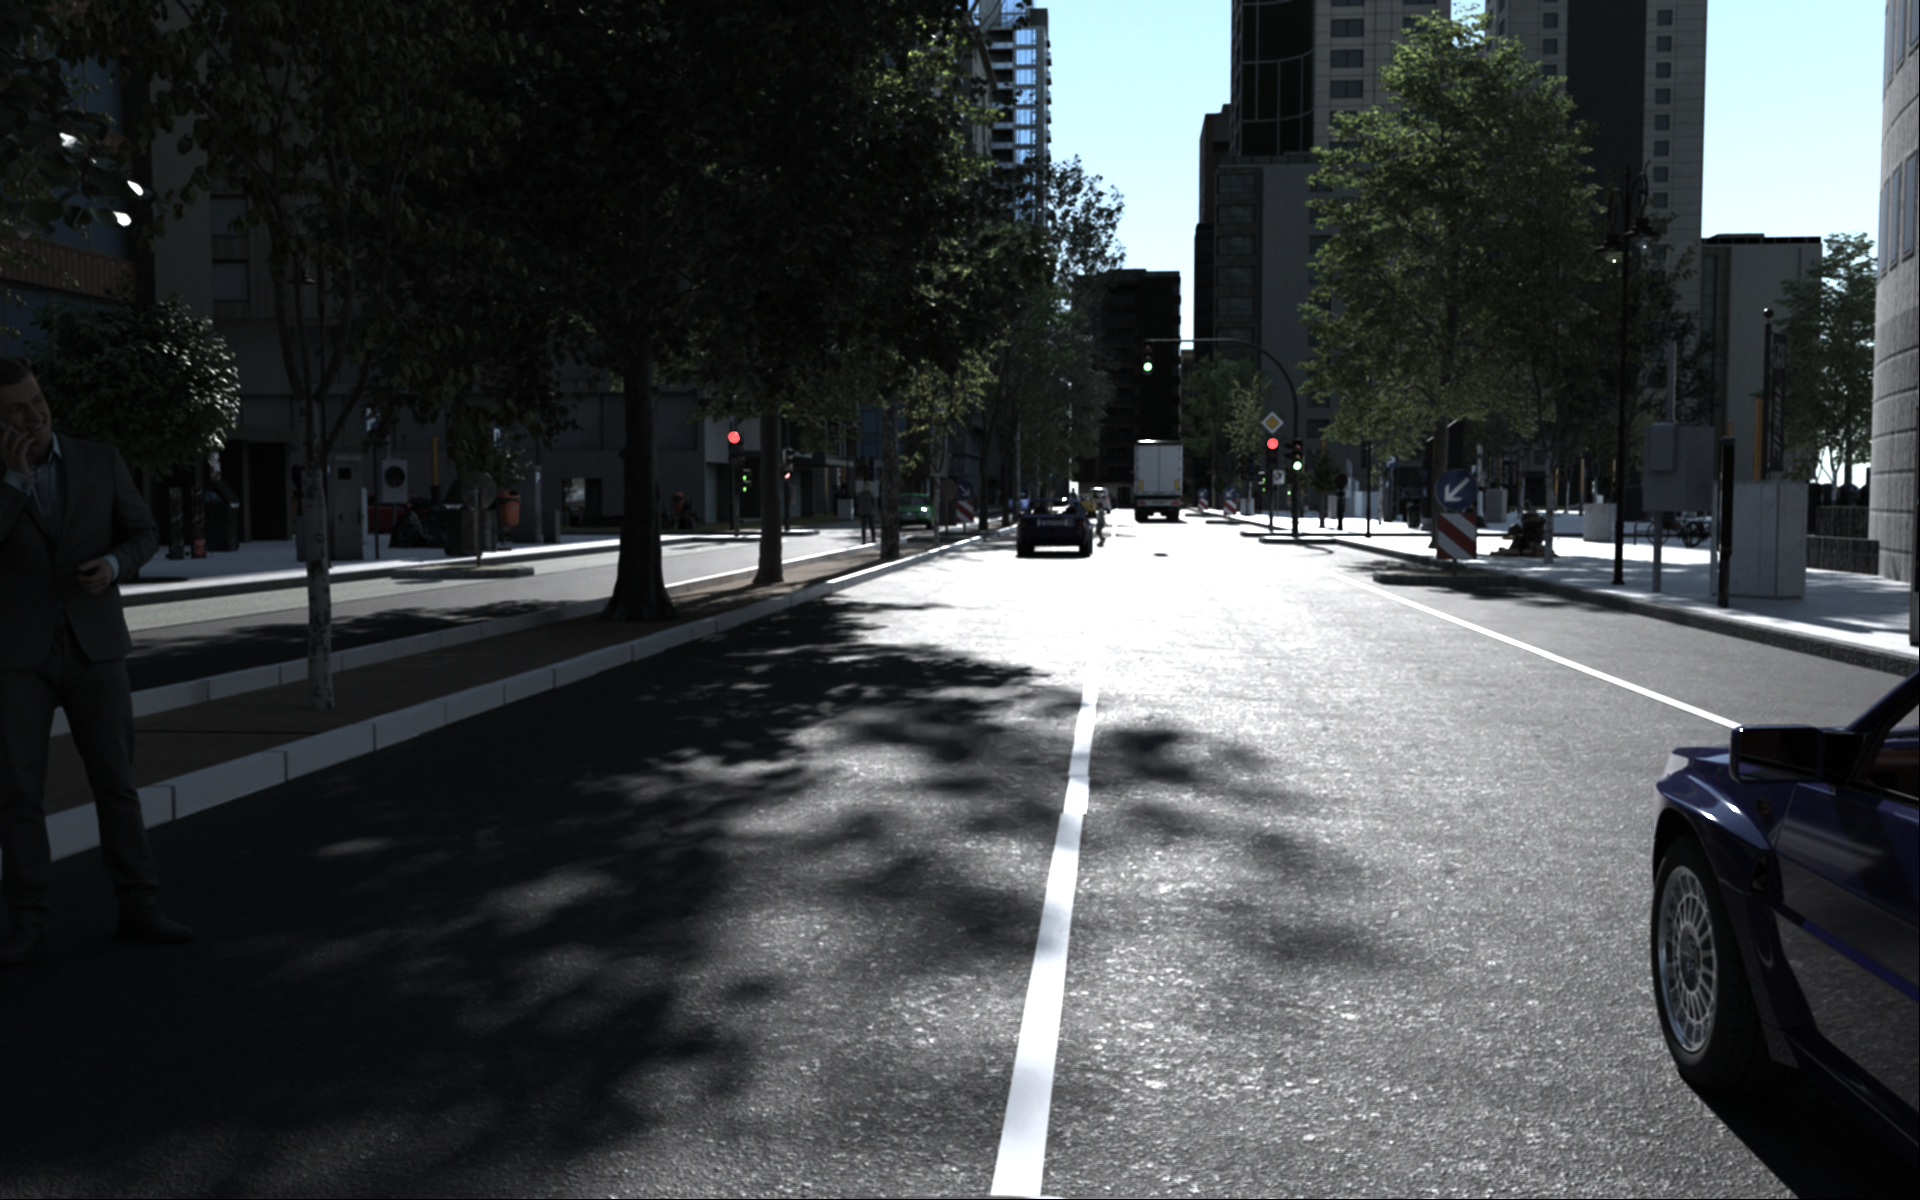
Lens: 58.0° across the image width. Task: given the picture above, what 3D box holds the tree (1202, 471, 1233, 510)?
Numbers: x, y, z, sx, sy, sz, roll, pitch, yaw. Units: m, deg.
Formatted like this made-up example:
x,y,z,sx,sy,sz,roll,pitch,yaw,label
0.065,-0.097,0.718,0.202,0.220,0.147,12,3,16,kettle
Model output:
x,y,z,sx,sy,sz,roll,pitch,yaw,label
21.452,-9.062,142.757,1.663,3.219,1.824,0,3,0,tree

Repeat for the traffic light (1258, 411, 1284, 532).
x,y,z,sx,sy,sz,roll,pitch,yaw,label
10.546,-4.269,58.713,0.839,4.253,0.868,0,4,5,traffic light

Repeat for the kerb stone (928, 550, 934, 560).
x,y,z,sx,sy,sz,roll,pitch,yaw,label
-0.739,-0.947,37.765,0.120,0.150,1.000,0,4,5,kerb stone

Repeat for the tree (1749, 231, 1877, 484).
x,y,z,sx,sy,sz,roll,pitch,yaw,label
38.670,-9.625,75.503,7.486,12.596,7.792,0,3,0,tree

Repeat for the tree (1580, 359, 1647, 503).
x,y,z,sx,sy,sz,roll,pitch,yaw,label
33.097,-8.521,89.676,4.360,8.622,3.978,0,3,0,tree

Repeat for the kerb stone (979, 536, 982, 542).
x,y,z,sx,sy,sz,roll,pitch,yaw,label
0.484,-1.754,51.038,0.120,0.150,1.000,0,4,5,kerb stone

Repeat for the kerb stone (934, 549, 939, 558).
x,y,z,sx,sy,sz,roll,pitch,yaw,label
-0.645,-1.015,38.796,0.120,0.150,1.000,0,4,5,kerb stone

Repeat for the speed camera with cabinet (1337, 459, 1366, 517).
x,y,z,sx,sy,sz,roll,pitch,yaw,label
22.121,-6.359,98.303,0.660,3.252,2.038,3,5,40,speed camera with cabinet

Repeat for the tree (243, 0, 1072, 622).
x,y,z,sx,sy,sz,roll,pitch,yaw,label
-3.622,-6.117,19.476,9.611,12.733,9.660,0,3,0,tree

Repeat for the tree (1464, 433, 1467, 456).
x,y,z,sx,sy,sz,roll,pitch,yaw,label
24.899,-8.674,92.188,4.360,8.622,3.978,0,3,0,tree

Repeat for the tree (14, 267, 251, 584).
x,y,z,sx,sy,sz,roll,pitch,yaw,label
-12.163,-2.548,25.376,4.285,4.588,4.351,0,3,0,tree

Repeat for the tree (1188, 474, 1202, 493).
x,y,z,sx,sy,sz,roll,pitch,yaw,label
23.113,-10.507,166.387,1.663,3.219,1.824,0,3,0,tree

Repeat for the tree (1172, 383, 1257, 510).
x,y,z,sx,sy,sz,roll,pitch,yaw,label
20.082,-12.363,136.541,7.601,10.594,8.767,0,4,-5,tree

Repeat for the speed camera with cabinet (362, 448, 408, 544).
x,y,z,sx,sy,sz,roll,pitch,yaw,label
-15.211,-3.053,44.250,2.038,3.252,0.660,-3,5,-40,speed camera with cabinet

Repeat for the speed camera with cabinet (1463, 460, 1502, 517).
x,y,z,sx,sy,sz,roll,pitch,yaw,label
29.460,-6.316,97.605,2.038,3.252,0.660,2,4,26,speed camera with cabinet

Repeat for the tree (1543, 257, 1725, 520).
x,y,z,sx,sy,sz,roll,pitch,yaw,label
26.519,-8.195,68.395,7.601,10.594,8.767,2,4,31,tree

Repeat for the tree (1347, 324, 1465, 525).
x,y,z,sx,sy,sz,roll,pitch,yaw,label
17.473,-7.377,70.983,4.360,8.622,3.978,0,3,0,tree

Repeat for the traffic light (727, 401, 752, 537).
x,y,z,sx,sy,sz,roll,pitch,yaw,label
-6.729,-3.874,52.263,0.839,4.253,0.868,0,4,5,traffic light

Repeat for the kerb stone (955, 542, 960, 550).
x,y,z,sx,sy,sz,roll,pitch,yaw,label
-0.174,-1.327,43.905,0.120,0.150,1.000,0,4,5,kerb stone

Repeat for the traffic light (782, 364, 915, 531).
x,y,z,sx,sy,sz,roll,pitch,yaw,label
-3.906,-5.223,60.058,4.771,5.953,1.251,0,4,5,traffic light

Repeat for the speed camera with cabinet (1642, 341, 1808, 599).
x,y,z,sx,sy,sz,roll,pitch,yaw,label
9.678,-1.688,21.942,0.660,3.252,2.038,-2,4,-28,speed camera with cabinet

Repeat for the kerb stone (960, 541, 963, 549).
x,y,z,sx,sy,sz,roll,pitch,yaw,label
-0.081,-1.390,44.923,0.120,0.150,1.000,0,4,5,kerb stone

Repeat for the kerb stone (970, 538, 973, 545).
x,y,z,sx,sy,sz,roll,pitch,yaw,label
0.198,-1.574,47.985,0.120,0.150,1.000,0,4,5,kerb stone

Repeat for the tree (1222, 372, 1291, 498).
x,y,z,sx,sy,sz,roll,pitch,yaw,label
17.826,-9.488,105.494,4.360,8.622,3.978,0,3,0,tree

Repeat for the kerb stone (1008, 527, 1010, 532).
x,y,z,sx,sy,sz,roll,pitch,yaw,label
1.652,-2.544,63.792,0.120,0.150,1.000,0,4,5,kerb stone

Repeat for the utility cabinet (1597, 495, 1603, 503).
x,y,z,sx,sy,sz,roll,pitch,yaw,label
44.191,-6.663,120.109,1.020,1.237,0.306,-2,4,-35,utility cabinet

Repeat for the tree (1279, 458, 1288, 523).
x,y,z,sx,sy,sz,roll,pitch,yaw,label
15.189,-5.114,78.212,1.663,3.219,1.824,0,3,0,tree

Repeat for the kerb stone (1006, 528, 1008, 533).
x,y,z,sx,sy,sz,roll,pitch,yaw,label
1.571,-2.474,62.773,0.120,0.150,1.000,0,4,5,kerb stone

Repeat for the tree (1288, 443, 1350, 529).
x,y,z,sx,sy,sz,roll,pitch,yaw,label
13.502,-4.279,64.564,1.663,3.219,1.824,0,3,0,tree

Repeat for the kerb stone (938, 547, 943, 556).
x,y,z,sx,sy,sz,roll,pitch,yaw,label
-0.552,-1.078,39.814,0.120,0.150,1.000,0,4,5,kerb stone

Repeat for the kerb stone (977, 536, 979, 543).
x,y,z,sx,sy,sz,roll,pitch,yaw,label
0.385,-1.700,50.020,0.120,0.150,1.000,0,4,5,kerb stone

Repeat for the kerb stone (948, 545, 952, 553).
x,y,z,sx,sy,sz,roll,pitch,yaw,label
-0.369,-1.202,41.856,0.120,0.150,1.000,0,4,5,kerb stone

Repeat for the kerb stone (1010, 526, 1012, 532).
x,y,z,sx,sy,sz,roll,pitch,yaw,label
1.749,-2.606,64.810,0.120,0.150,1.000,0,4,5,kerb stone

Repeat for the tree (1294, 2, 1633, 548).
x,y,z,sx,sy,sz,roll,pitch,yaw,label
11.761,-7.493,40.631,7.486,12.596,7.792,0,3,0,tree

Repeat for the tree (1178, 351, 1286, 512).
x,y,z,sx,sy,sz,roll,pitch,yaw,label
19.577,-12.176,124.839,9.928,11.665,9.643,0,3,0,tree

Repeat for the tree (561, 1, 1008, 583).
x,y,z,sx,sy,sz,roll,pitch,yaw,label
-3.142,-6.576,28.105,7.486,12.596,7.792,0,3,0,tree

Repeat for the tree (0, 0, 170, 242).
x,y,z,sx,sy,sz,roll,pitch,yaw,label
-4.859,-5.773,3.495,9.857,13.997,8.962,0,3,0,tree

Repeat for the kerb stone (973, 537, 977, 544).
x,y,z,sx,sy,sz,roll,pitch,yaw,label
0.297,-1.633,49.002,0.120,0.150,1.000,0,4,5,kerb stone

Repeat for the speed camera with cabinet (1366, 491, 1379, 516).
x,y,z,sx,sy,sz,roll,pitch,yaw,label
24.015,-6.675,103.476,2.038,3.252,0.660,1,4,21,speed camera with cabinet

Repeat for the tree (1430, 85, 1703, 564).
x,y,z,sx,sy,sz,roll,pitch,yaw,label
10.906,-4.965,31.535,4.737,8.622,4.395,0,3,0,tree

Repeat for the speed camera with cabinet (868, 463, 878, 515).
x,y,z,sx,sy,sz,roll,pitch,yaw,label
-5.778,-7.018,109.076,0.660,3.252,2.038,-2,4,-25,speed camera with cabinet

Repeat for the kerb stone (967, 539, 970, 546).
x,y,z,sx,sy,sz,roll,pitch,yaw,label
0.109,-1.515,46.967,0.120,0.150,1.000,0,4,5,kerb stone

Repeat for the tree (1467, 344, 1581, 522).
x,y,z,sx,sy,sz,roll,pitch,yaw,label
26.035,-7.923,79.906,4.360,8.622,3.978,0,3,0,tree

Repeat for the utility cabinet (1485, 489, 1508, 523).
x,y,z,sx,sy,sz,roll,pitch,yaw,label
23.743,-4.161,76.710,0.318,1.500,1.173,-1,4,-18,utility cabinet

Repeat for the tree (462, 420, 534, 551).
x,y,z,sx,sy,sz,roll,pitch,yaw,label
-10.698,-2.724,39.141,1.663,3.219,1.824,0,3,0,tree

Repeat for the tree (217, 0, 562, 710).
x,y,z,sx,sy,sz,roll,pitch,yaw,label
-4.230,-3.559,11.014,4.737,8.622,4.395,0,3,0,tree

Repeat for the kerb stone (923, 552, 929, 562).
x,y,z,sx,sy,sz,roll,pitch,yaw,label
-0.831,-0.890,36.746,0.120,0.150,1.000,0,4,5,kerb stone

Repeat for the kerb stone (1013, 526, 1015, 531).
x,y,z,sx,sy,sz,roll,pitch,yaw,label
1.942,-2.729,66.861,0.120,0.150,1.000,0,4,5,kerb stone

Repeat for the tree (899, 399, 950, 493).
x,y,z,sx,sy,sz,roll,pitch,yaw,label
-2.797,-10.860,127.931,4.737,8.622,4.395,0,3,0,tree

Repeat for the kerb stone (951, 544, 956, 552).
x,y,z,sx,sy,sz,roll,pitch,yaw,label
-0.273,-1.260,42.886,0.120,0.150,1.000,0,4,5,kerb stone

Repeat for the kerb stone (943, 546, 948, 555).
x,y,z,sx,sy,sz,roll,pitch,yaw,label
-0.446,-1.140,40.830,0.120,0.150,1.000,0,4,5,kerb stone

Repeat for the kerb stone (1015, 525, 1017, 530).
x,y,z,sx,sy,sz,roll,pitch,yaw,label
2.034,-2.794,67.879,0.120,0.150,1.000,0,4,5,kerb stone

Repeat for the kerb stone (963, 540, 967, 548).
x,y,z,sx,sy,sz,roll,pitch,yaw,label
0.015,-1.452,45.941,0.120,0.150,1.000,0,4,5,kerb stone

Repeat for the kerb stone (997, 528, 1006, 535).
x,y,z,sx,sy,sz,roll,pitch,yaw,label
1.470,-2.419,61.748,0.120,0.150,1.000,0,4,5,kerb stone

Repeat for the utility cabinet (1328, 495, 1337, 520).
x,y,z,sx,sy,sz,roll,pitch,yaw,label
18.730,-4.643,87.071,0.306,1.237,1.020,0,4,2,utility cabinet

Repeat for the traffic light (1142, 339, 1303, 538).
x,y,z,sx,sy,sz,roll,pitch,yaw,label
7.723,-4.657,50.812,4.771,5.953,1.251,0,4,5,traffic light

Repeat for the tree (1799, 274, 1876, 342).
x,y,z,sx,sy,sz,roll,pitch,yaw,label
29.745,-6.642,58.951,4.737,8.622,4.395,0,3,0,tree

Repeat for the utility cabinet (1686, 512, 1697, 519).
x,y,z,sx,sy,sz,roll,pitch,yaw,label
38.203,-4.891,91.132,1.020,1.237,0.306,3,5,41,utility cabinet

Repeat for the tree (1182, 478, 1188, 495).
x,y,z,sx,sy,sz,roll,pitch,yaw,label
25.821,-12.649,201.418,1.663,3.219,1.824,0,3,0,tree
